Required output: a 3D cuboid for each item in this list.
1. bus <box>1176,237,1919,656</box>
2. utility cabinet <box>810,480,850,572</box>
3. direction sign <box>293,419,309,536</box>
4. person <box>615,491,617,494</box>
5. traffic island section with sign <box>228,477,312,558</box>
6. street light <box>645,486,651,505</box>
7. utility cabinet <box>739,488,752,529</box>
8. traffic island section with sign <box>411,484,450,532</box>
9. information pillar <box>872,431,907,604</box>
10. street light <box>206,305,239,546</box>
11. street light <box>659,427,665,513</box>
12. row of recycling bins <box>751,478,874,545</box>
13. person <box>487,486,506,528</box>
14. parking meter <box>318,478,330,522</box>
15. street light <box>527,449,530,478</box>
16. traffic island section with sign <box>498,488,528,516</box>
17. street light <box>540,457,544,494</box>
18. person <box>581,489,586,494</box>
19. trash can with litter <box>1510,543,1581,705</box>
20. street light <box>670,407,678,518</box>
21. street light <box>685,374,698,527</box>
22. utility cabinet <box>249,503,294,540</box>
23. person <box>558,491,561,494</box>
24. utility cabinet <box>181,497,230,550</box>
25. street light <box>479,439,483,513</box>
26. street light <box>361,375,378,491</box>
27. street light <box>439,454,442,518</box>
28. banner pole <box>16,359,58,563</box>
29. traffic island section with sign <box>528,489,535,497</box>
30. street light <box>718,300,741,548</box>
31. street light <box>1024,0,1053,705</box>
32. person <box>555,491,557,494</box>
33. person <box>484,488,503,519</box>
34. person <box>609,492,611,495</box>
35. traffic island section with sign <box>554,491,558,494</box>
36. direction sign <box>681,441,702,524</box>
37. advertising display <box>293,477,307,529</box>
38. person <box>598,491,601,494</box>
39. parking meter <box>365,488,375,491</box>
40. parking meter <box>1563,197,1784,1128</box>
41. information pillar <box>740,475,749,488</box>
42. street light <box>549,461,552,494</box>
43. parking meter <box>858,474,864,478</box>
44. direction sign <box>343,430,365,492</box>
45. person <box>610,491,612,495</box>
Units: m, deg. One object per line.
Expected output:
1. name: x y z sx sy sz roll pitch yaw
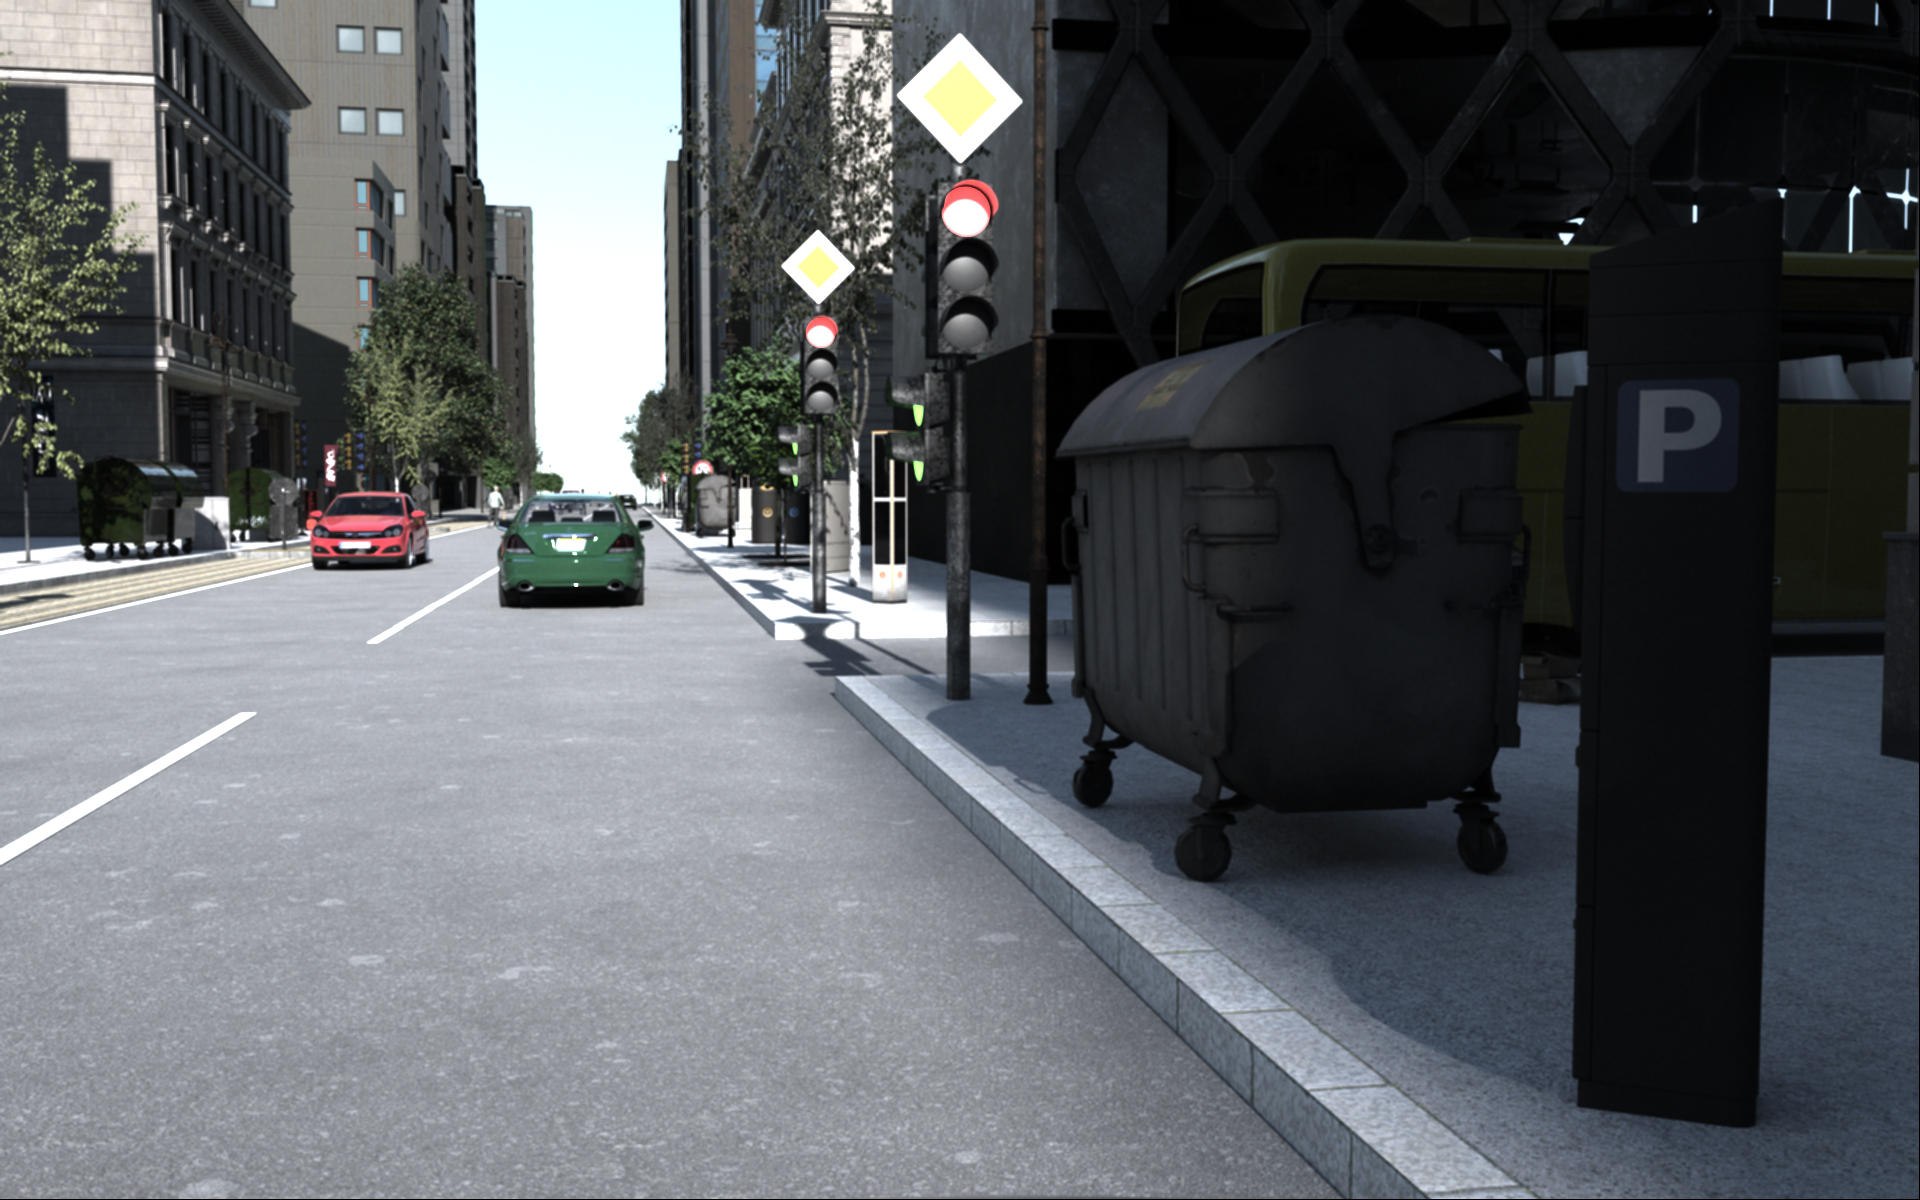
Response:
1. bus: 8.262 -1.521 16.421 12.252 3.916 2.896 -1 4 -11
2. utility cabinet: -2.090 -1.216 28.568 0.318 1.500 1.173 1 4 22
3. direction sign: -20.051 -3.712 52.693 0.379 3.537 0.876 0 4 1
4. person: -47.029 -13.969 236.980 0.705 1.812 1.348 -1 4 -10
5. traffic island section with sign: -15.397 -1.879 39.351 1.989 1.847 2.006 -1 4 -11
6. street light: -40.353 -15.283 222.657 0.468 5.910 1.993 -1 4 -11
7. utility cabinet: -7.322 -3.266 62.075 1.173 1.500 0.318 1 4 14
8. traffic island section with sign: -20.486 -3.498 65.824 1.989 1.847 2.006 -1 4 -11
9. information pillar: -0.823 -0.968 20.321 0.304 2.012 0.304 2 4 35
10. street light: -18.011 -4.260 42.435 0.468 5.910 1.993 -1 4 -11
11. street light: -20.020 -8.820 116.992 0.468 5.910 1.993 -1 4 -11
12. row of recycling bins: -3.724 -2.272 44.254 3.534 1.692 1.069 1 4 21
13. person: -19.578 -3.929 73.222 0.782 1.767 0.515 0 4 6
14. parking meter: -23.351 -3.540 63.586 0.255 1.863 0.399 1 4 12
15. street light: -43.396 -12.326 174.325 0.468 5.910 1.993 -1 4 -11
16. traffic island section with sign: -29.934 -6.509 115.056 1.989 1.847 2.006 -1 4 -11
17. street light: -48.194 -13.866 199.498 0.468 5.910 1.993 -1 4 -11
18. person: -25.819 -6.736 118.648 1.348 1.822 0.705 0 3 0
19. trash can with litter: 3.514 0.027 10.945 0.624 1.170 1.055 -3 5 -44
20. street light: -15.187 -7.298 92.108 0.468 5.910 1.993 -1 4 -11
21. street light: -10.370 -5.763 67.020 0.468 5.910 1.993 -1 4 -11
22. utility cabinet: -19.037 -2.397 47.866 1.173 1.500 0.318 1 4 9
23. person: -27.703 -6.726 119.938 0.415 1.643 0.593 0 4 -2
24. utility cabinet: -17.313 -1.748 39.743 0.306 1.237 1.020 3 5 42
25. street light: -32.293 -8.814 116.900 0.468 5.910 1.993 -1 4 -11
26. street light: -22.925 -5.782 67.329 0.468 5.910 1.993 -1 4 -11
27. street light: -27.582 -7.277 91.762 0.468 5.910 1.993 -1 4 -11
28. banner pole: -17.157 -2.578 32.171 0.863 3.779 0.401 1 4 8
29. traffic island section with sign: -35.012 -8.129 141.530 1.989 1.847 2.006 -1 4 -11
30. street light: -5.510 -4.196 41.386 0.468 5.910 1.993 -1 4 -11
31. street light: 0.479 -2.303 10.443 0.468 5.910 1.993 -1 4 -11
32. person: -43.040 -10.736 184.713 0.721 1.739 1.217 3 5 45
33. person: -26.811 -5.585 99.816 0.705 1.824 1.348 3 5 39
34. person: -39.854 -11.521 197.659 1.217 1.735 0.721 3 5 44
35. traffic island section with sign: -45.435 -11.445 195.757 1.989 1.847 2.006 -1 4 -11
36. direction sign: -11.374 -4.980 73.421 0.876 3.537 0.379 -2 4 -24
37. advertising display: -24.468 -3.613 64.290 0.123 1.923 0.974 0 4 2
38. person: -40.755 -11.436 195.482 1.348 1.823 0.705 3 5 40
39. parking meter: -23.767 -3.753 69.766 0.372 1.533 0.369 0 3 0
40. parking meter: 1.474 0.128 3.622 0.399 1.863 0.255 2 4 23
41. information pillar: -8.451 -3.883 67.987 0.304 2.012 0.304 -1 4 -15
42. street light: -53.303 -15.449 225.375 0.468 5.910 1.993 -1 4 -11
43. parking meter: -2.950 -2.693 49.746 0.255 1.863 0.399 3 4 36
44. direction sign: -21.396 -4.234 61.225 0.876 3.537 0.379 1 4 21
45. person: -49.161 -14.378 243.657 0.705 1.814 1.350 0 4 4
